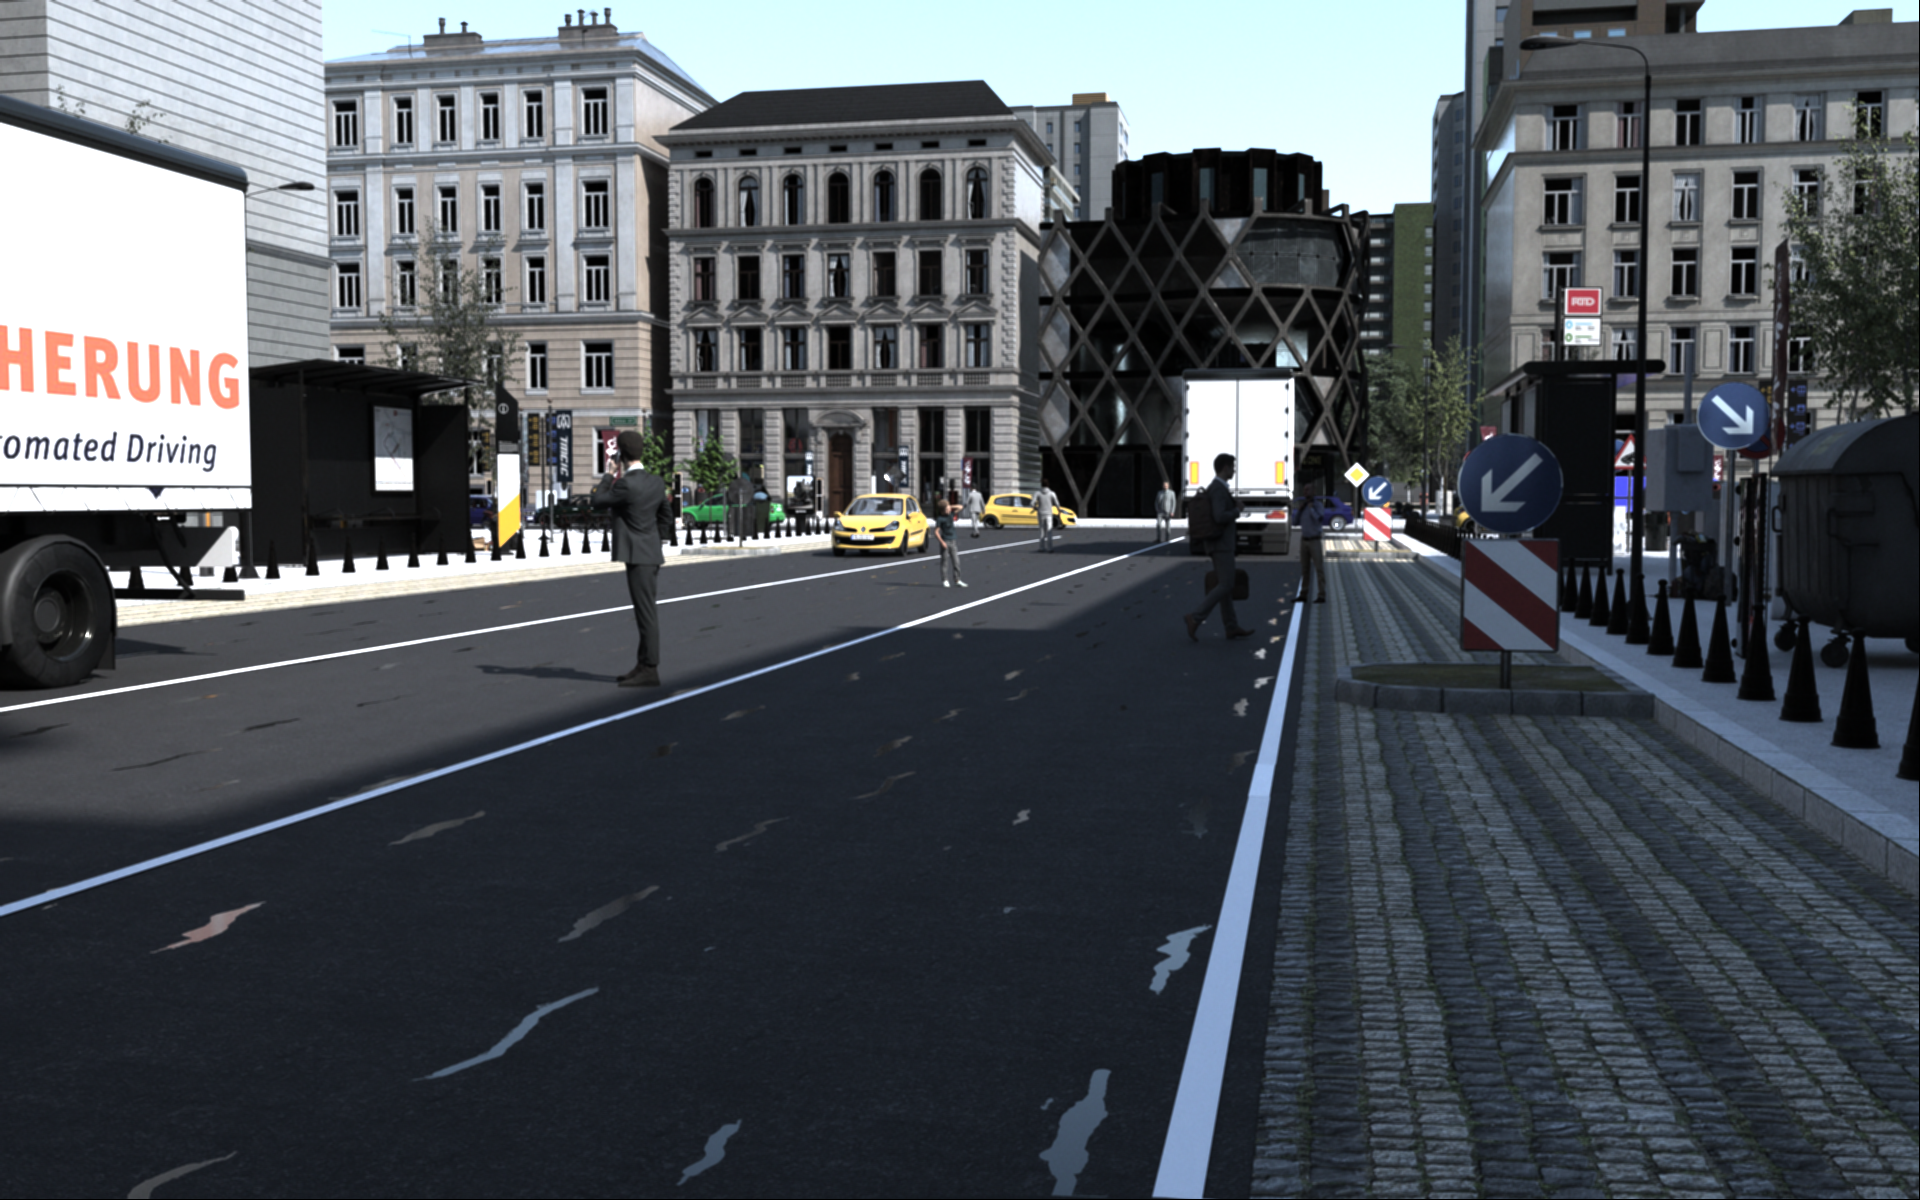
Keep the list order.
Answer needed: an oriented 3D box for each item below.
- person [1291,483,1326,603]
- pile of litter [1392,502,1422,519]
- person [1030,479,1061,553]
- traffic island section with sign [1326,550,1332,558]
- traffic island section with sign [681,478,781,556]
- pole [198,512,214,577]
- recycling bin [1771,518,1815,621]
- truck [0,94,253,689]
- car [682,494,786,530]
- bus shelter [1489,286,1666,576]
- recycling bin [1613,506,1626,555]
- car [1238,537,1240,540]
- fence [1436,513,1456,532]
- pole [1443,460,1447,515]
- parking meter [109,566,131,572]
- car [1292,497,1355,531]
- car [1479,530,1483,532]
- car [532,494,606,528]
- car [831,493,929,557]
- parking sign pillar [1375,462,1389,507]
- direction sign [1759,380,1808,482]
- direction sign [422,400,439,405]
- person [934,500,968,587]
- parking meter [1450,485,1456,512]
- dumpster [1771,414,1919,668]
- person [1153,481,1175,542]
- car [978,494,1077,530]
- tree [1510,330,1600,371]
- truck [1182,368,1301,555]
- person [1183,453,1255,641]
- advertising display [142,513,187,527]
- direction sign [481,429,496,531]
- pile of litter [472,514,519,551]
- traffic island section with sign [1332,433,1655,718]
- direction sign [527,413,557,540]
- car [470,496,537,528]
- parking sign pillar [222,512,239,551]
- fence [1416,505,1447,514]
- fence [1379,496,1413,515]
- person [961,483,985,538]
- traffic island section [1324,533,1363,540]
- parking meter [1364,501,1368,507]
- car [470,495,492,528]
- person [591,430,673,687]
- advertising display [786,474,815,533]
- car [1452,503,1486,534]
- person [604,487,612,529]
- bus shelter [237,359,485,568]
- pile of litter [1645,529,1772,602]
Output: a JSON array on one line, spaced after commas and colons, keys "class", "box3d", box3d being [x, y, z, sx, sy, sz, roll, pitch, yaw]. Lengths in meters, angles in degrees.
[{"class": "person", "box3d": [4.599, -0.745, 22.749, 0.319, 1.574, 0.516, -2, 4, -30]}, {"class": "pile of litter", "box3d": [23.033, -4.563, 88.572, 1.176, 0.858, 1.719, -3, 5, -40]}, {"class": "person", "box3d": [2.127, -2.072, 42.530, 0.875, 1.805, 0.789, 0, 4, 4]}, {"class": "traffic island section with sign", "box3d": [9.248, -1.854, 38.939, 1.989, 1.847, 2.006, 1, 4, 12]}, {"class": "traffic island section with sign", "box3d": [-5.338, -1.984, 41.064, 1.989, 1.847, 2.006, 1, 4, 12]}, {"class": "pole", "box3d": [-11.684, -2.014, 26.771, 0.158, 3.312, 0.155, 0, 3, 0]}, {"class": "recycling bin", "box3d": [8.751, -0.317, 17.730, 0.722, 1.027, 0.722, 2, 4, 32]}, {"class": "truck", "box3d": [-8.391, -1.272, 9.717, 2.839, 4.237, 11.283, 1, 4, 11]}, {"class": "car", "box3d": [-9.475, -3.763, 70.321, 4.718, 1.807, 1.959, 1, 4, 13]}, {"class": "bus shelter", "box3d": [10.828, -3.284, 31.328, 2.179, 5.291, 8.768, 1, 4, 12]}, {"class": "recycling bin", "box3d": [13.524, -1.468, 36.549, 0.722, 1.027, 0.722, -2, 4, -25]}, {"class": "car", "box3d": [9.077, -2.464, 52.863, 1.945, 1.354, 3.894, 1, 4, 13]}, {"class": "fence", "box3d": [13.446, -1.983, 47.802, 0.278, 0.683, 2.069, 0, 4, 2]}, {"class": "pole", "box3d": [29.196, -6.750, 104.200, 0.158, 3.312, 0.155, 0, 3, 0]}, {"class": "parking meter", "box3d": [-13.897, -1.239, 28.666, 0.372, 1.533, 0.369, 0, 3, 0]}, {"class": "car", "box3d": [13.424, -3.371, 67.703, 3.894, 1.354, 1.945, 1, 4, 11]}, {"class": "car", "box3d": [21.084, -3.274, 65.526, 4.499, 1.417, 2.014, 1, 4, 12]}, {"class": "car", "box3d": [-16.028, -3.881, 73.239, 4.222, 1.686, 2.009, 1, 4, 12]}, {"class": "car", "box3d": [-1.865, -1.882, 40.996, 2.015, 1.641, 3.980, 1, 4, 10]}, {"class": "parking sign pillar", "box3d": [32.394, -8.834, 132.914, 1.447, 3.967, 1.447, -1, 4, -18]}, {"class": "direction sign", "box3d": [16.332, -2.598, 34.472, 0.876, 3.537, 0.379, 1, 4, 20]}, {"class": "direction sign", "box3d": [-12.889, -3.052, 41.899, 0.379, 3.537, 0.876, 2, 4, 23]}, {"class": "person", "box3d": [-0.140, -0.875, 26.711, 0.435, 1.345, 0.340, -3, 5, -44]}, {"class": "parking meter", "box3d": [33.258, -6.800, 116.886, 0.399, 1.863, 0.255, -3, 5, -39]}, {"class": "dumpster", "box3d": [7.099, -0.462, 13.307, 1.264, 1.857, 1.865, 1, 4, 12]}, {"class": "person", "box3d": [6.072, -2.617, 51.391, 0.635, 1.810, 0.391, 1, 4, 17]}, {"class": "car", "box3d": [2.755, -3.684, 70.453, 3.980, 1.641, 2.015, 1, 4, 13]}, {"class": "tree", "box3d": [26.216, -7.667, 75.721, 4.360, 8.622, 3.978, 0, 3, 0]}, {"class": "truck", "box3d": [7.261, -3.383, 44.223, 2.839, 4.237, 11.283, 1, 4, 11]}, {"class": "person", "box3d": [2.538, -0.526, 17.065, 0.822, 1.834, 0.622, -1, 4, -13]}, {"class": "advertising display", "box3d": [-18.760, -2.178, 40.821, 0.974, 1.923, 0.123, -3, 5, -44]}, {"class": "direction sign", "box3d": [-16.297, -4.188, 60.472, 0.876, 3.537, 0.379, 1, 4, 16]}, {"class": "pile of litter", "box3d": [-10.655, -1.551, 39.325, 1.719, 0.858, 1.176, -3, 5, -39]}, {"class": "traffic island section with sign", "box3d": [3.647, -0.213, 12.109, 1.989, 1.847, 2.006, 1, 4, 12]}, {"class": "direction sign", "box3d": [-11.648, -3.450, 48.405, 0.876, 3.537, 0.379, 1, 4, 12]}, {"class": "car", "box3d": [-19.615, -3.620, 71.769, 3.894, 1.354, 1.945, 1, 4, 11]}, {"class": "parking sign pillar", "box3d": [-16.164, -3.123, 39.531, 1.447, 3.967, 1.447, -1, 4, -23]}, {"class": "fence", "box3d": [26.942, -5.086, 98.536, 2.069, 0.683, 0.278, 0, 4, 2]}, {"class": "fence", "box3d": [25.304, -5.483, 100.851, 2.264, 1.192, 0.480, 0, 4, -1]}, {"class": "person", "box3d": [0.467, -2.933, 56.726, 0.678, 1.792, 0.850, -2, 4, -28]}, {"class": "traffic island section", "box3d": [12.533, -1.984, 54.719, 2.009, 0.180, 2.903, 1, 4, 12]}, {"class": "parking meter", "box3d": [33.230, -8.156, 141.759, 0.372, 1.533, 0.369, 0, 3, 0]}, {"class": "car", "box3d": [-21.320, -3.857, 75.062, 4.499, 1.417, 2.014, 1, 4, 12]}, {"class": "person", "box3d": [-2.457, -0.312, 12.961, 0.474, 1.900, 0.648, 1, 4, 10]}, {"class": "advertising display", "box3d": [-5.248, -3.174, 57.104, 0.974, 1.923, 0.123, 1, 4, 13]}, {"class": "car", "box3d": [19.498, -3.129, 61.389, 3.980, 1.641, 2.015, 1, 4, 10]}, {"class": "person", "box3d": [-14.240, -3.722, 70.274, 0.530, 1.710, 0.541, 3, 5, 40]}, {"class": "bus shelter", "box3d": [-11.342, -2.570, 33.306, 1.731, 3.624, 6.357, 1, 4, 12]}, {"class": "pile of litter", "box3d": [9.187, -0.448, 21.296, 1.176, 0.858, 1.719, -1, 4, -18]}]
